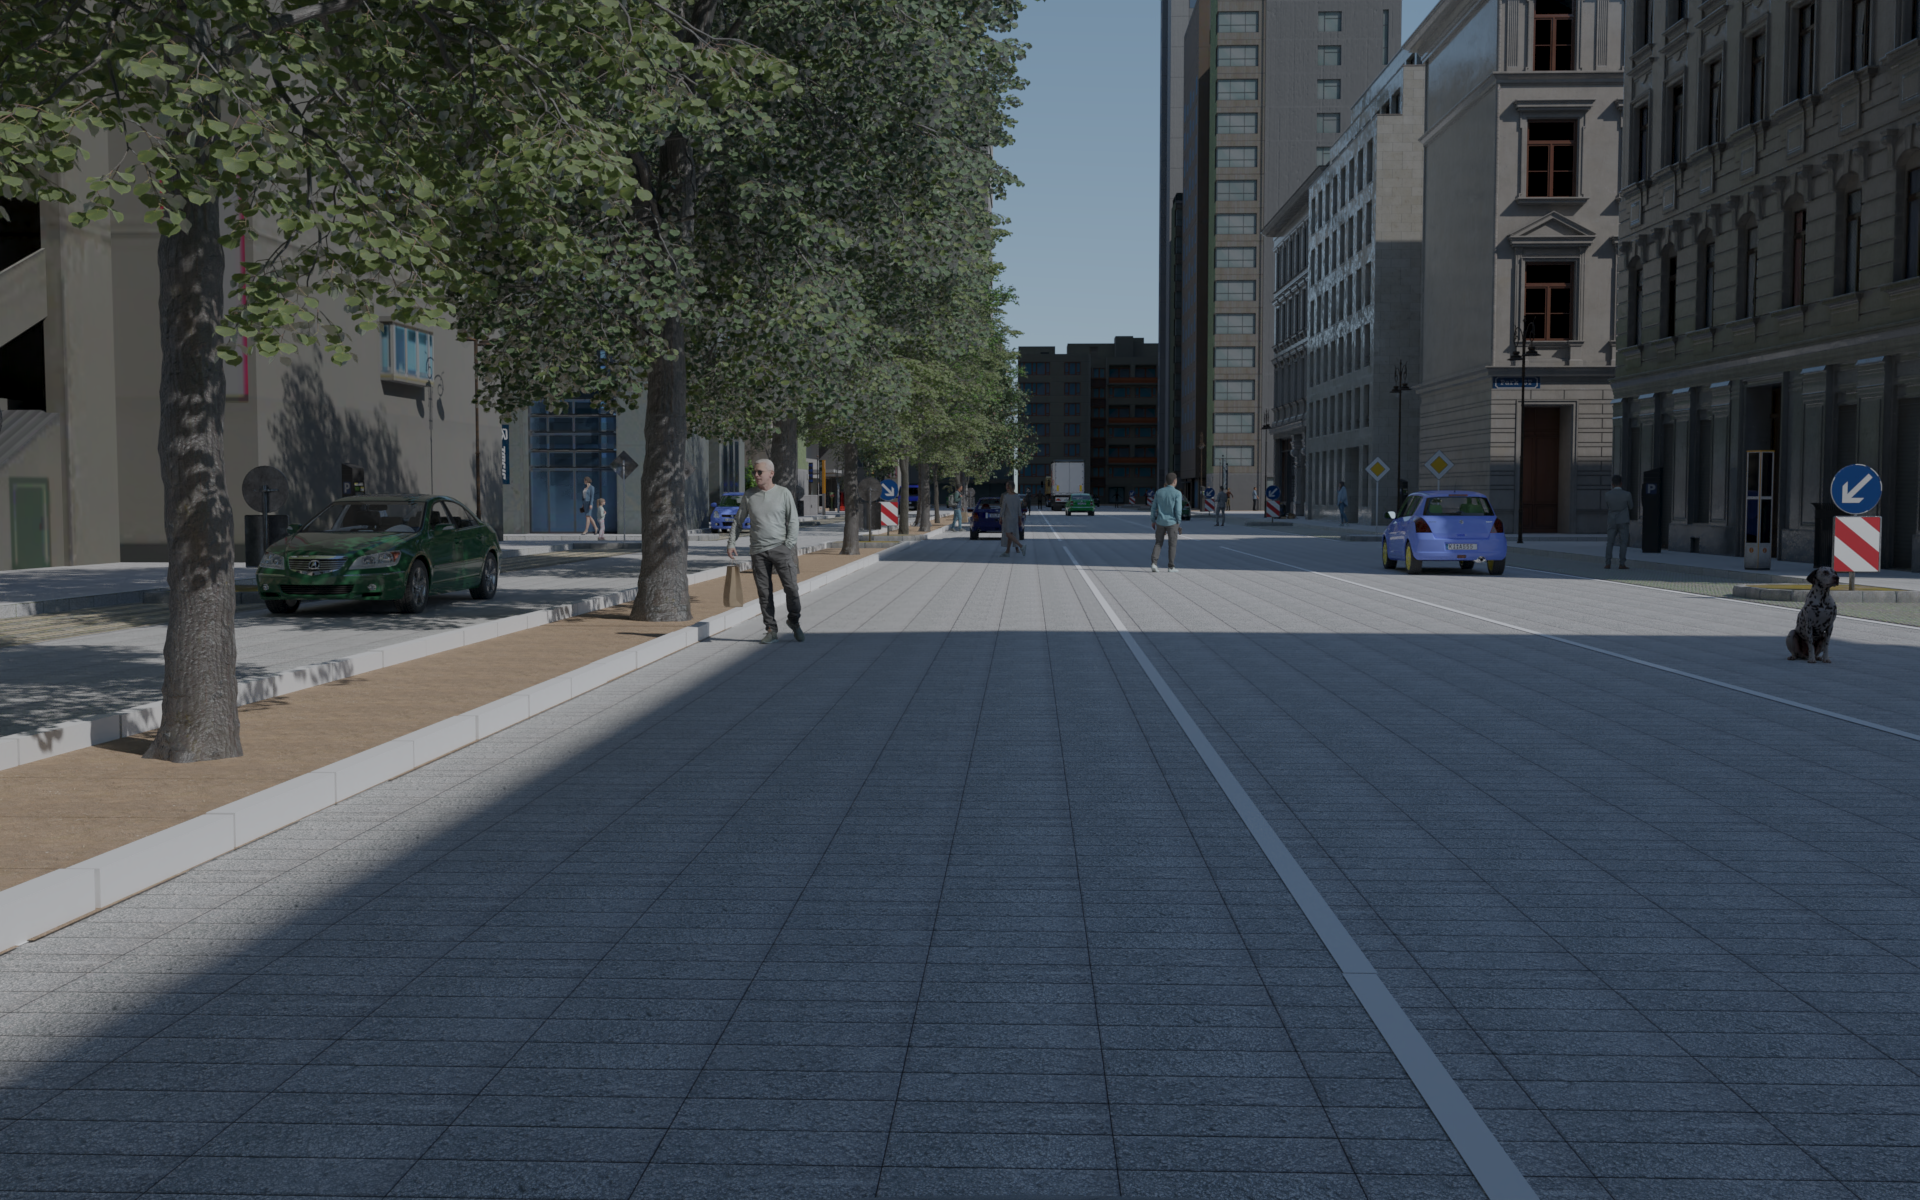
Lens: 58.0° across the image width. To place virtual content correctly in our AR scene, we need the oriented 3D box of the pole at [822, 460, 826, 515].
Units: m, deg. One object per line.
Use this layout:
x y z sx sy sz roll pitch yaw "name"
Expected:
-8.185 -6.745 104.131 0.158 3.312 0.155 0 3 0 "pole"

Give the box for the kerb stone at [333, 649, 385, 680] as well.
-4.812 0.528 13.690 0.120 0.150 1.000 0 4 2 "kerb stone"

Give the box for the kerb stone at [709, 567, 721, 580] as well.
-4.207 -0.419 29.049 0.120 0.150 1.000 0 4 2 "kerb stone"

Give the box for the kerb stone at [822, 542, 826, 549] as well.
-3.609 -1.356 44.424 0.120 0.150 1.000 0 4 2 "kerb stone"

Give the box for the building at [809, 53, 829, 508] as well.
-23.294 -33.867 142.968 28.713 52.752 27.495 0 4 2 "building"

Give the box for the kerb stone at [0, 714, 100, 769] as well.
-4.975 0.771 9.590 0.120 0.150 1.000 0 4 2 "kerb stone"

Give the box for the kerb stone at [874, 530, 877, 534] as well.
-3.019 -2.268 59.279 0.120 0.150 1.000 0 4 2 "kerb stone"

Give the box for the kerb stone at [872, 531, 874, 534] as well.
-3.067 -2.205 58.258 0.120 0.150 1.000 0 4 2 "kerb stone"

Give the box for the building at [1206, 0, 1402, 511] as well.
26.791 -27.840 138.776 14.154 41.232 14.086 0 4 2 "building"

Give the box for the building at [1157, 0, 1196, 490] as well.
32.157 -39.512 188.021 21.231 58.520 28.212 0 4 2 "building"

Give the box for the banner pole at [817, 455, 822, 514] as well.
-9.069 -7.457 111.935 0.401 3.779 0.863 -3 5 -39 "banner pole"

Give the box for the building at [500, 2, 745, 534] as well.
-20.450 -46.219 68.360 22.319 86.520 31.000 0 4 2 "building"

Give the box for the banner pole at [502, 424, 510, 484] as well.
-14.591 -3.951 54.623 0.863 3.779 0.401 -2 4 -31 "banner pole"

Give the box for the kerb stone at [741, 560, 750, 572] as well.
-4.090 -0.607 32.113 0.120 0.150 1.000 0 4 2 "kerb stone"

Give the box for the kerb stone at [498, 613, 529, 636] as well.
-4.654 0.269 17.791 0.120 0.150 1.000 0 4 2 "kerb stone"

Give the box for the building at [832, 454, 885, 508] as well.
-17.851 -44.544 166.540 20.563 71.187 20.611 0 4 2 "building"

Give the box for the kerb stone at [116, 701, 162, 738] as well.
-4.932 0.716 10.611 0.120 0.150 1.000 0 4 2 "kerb stone"

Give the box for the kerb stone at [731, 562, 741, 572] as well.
-4.128 -0.543 31.092 0.120 0.150 1.000 0 4 2 "kerb stone"

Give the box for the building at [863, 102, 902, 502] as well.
-17.156 -34.894 194.216 21.600 48.544 21.300 0 4 2 "building"

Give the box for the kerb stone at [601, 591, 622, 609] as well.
-4.485 0.019 21.879 0.120 0.150 1.000 0 4 2 "kerb stone"

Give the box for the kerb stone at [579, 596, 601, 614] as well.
-4.535 0.082 20.854 0.120 0.150 1.000 0 4 2 "kerb stone"

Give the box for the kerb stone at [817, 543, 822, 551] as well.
-3.651 -1.295 43.403 0.120 0.150 1.000 0 4 2 "kerb stone"

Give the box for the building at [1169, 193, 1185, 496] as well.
27.275 -24.234 167.931 14.160 30.474 14.107 0 4 2 "building"

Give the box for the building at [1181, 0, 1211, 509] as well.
27.238 -30.779 153.341 14.600 45.320 14.200 0 4 2 "building"

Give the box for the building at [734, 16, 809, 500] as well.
-17.351 -25.913 107.278 14.154 41.232 14.086 0 4 2 "building"

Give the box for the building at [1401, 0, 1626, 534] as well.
26.942 -13.657 59.446 21.152 22.565 11.583 0 4 2 "building"

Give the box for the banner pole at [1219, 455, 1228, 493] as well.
16.854 -7.379 110.661 0.401 3.779 0.863 2 4 26 "banner pole"

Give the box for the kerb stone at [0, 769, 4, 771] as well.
-5.012 0.834 8.566 0.120 0.150 1.000 0 4 2 "kerb stone"

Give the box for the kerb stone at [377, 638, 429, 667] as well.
-4.769 0.458 14.715 0.120 0.150 1.000 0 4 2 "kerb stone"

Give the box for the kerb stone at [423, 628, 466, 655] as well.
-4.735 0.395 15.736 0.120 0.150 1.000 0 4 2 "kerb stone"

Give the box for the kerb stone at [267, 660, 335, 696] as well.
-4.850 0.583 12.663 0.120 0.150 1.000 0 4 2 "kerb stone"

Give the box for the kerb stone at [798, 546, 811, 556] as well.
-3.737 -1.172 41.352 0.120 0.150 1.000 0 4 2 "kerb stone"

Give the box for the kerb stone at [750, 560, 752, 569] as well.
-4.051 -0.669 33.134 0.120 0.150 1.000 0 4 2 "kerb stone"

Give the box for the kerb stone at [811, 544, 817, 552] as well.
-3.691 -1.233 42.379 0.120 0.150 1.000 0 4 2 "kerb stone"

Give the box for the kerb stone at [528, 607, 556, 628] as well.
-4.608 0.213 18.812 0.120 0.150 1.000 0 4 2 "kerb stone"

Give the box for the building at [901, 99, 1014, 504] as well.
-6.679 -39.071 228.049 27.495 52.752 28.713 0 4 2 "building"

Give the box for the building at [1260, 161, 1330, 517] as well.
23.952 -15.649 106.775 10.553 20.767 40.483 0 4 2 "building"

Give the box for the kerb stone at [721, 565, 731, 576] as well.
-4.171 -0.482 30.071 0.120 0.150 1.000 0 4 2 "kerb stone"

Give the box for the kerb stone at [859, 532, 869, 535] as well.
-3.145 -2.081 56.215 0.120 0.150 1.000 0 4 2 "kerb stone"

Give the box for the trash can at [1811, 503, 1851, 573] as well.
14.346 -1.025 28.405 0.748 1.137 0.748 0 3 0 "trash can"

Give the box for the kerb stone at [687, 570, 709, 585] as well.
-4.249 -0.351 28.021 0.120 0.150 1.000 0 4 2 "kerb stone"

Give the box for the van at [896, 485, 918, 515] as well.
-3.306 -7.100 120.466 2.240 2.365 5.245 0 4 2 "van"

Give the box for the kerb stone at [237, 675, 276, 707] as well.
-4.895 0.646 11.641 0.120 0.150 1.000 0 4 2 "kerb stone"

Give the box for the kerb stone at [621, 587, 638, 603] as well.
-4.452 -0.043 22.900 0.120 0.150 1.000 0 4 2 "kerb stone"

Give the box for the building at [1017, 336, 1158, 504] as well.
22.078 -23.356 226.911 28.899 21.520 27.650 0 4 2 "building"

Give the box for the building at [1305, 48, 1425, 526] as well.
22.202 -13.644 77.826 10.420 20.320 16.860 0 4 2 "building"

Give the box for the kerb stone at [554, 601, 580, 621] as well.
-4.572 0.145 19.833 0.120 0.150 1.000 0 4 2 "kerb stone"

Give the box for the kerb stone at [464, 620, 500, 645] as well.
-4.691 0.332 16.760 0.120 0.150 1.000 0 4 2 "kerb stone"

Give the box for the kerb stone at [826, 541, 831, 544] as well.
-3.569 -1.421 45.453 0.120 0.150 1.000 0 4 2 "kerb stone"
